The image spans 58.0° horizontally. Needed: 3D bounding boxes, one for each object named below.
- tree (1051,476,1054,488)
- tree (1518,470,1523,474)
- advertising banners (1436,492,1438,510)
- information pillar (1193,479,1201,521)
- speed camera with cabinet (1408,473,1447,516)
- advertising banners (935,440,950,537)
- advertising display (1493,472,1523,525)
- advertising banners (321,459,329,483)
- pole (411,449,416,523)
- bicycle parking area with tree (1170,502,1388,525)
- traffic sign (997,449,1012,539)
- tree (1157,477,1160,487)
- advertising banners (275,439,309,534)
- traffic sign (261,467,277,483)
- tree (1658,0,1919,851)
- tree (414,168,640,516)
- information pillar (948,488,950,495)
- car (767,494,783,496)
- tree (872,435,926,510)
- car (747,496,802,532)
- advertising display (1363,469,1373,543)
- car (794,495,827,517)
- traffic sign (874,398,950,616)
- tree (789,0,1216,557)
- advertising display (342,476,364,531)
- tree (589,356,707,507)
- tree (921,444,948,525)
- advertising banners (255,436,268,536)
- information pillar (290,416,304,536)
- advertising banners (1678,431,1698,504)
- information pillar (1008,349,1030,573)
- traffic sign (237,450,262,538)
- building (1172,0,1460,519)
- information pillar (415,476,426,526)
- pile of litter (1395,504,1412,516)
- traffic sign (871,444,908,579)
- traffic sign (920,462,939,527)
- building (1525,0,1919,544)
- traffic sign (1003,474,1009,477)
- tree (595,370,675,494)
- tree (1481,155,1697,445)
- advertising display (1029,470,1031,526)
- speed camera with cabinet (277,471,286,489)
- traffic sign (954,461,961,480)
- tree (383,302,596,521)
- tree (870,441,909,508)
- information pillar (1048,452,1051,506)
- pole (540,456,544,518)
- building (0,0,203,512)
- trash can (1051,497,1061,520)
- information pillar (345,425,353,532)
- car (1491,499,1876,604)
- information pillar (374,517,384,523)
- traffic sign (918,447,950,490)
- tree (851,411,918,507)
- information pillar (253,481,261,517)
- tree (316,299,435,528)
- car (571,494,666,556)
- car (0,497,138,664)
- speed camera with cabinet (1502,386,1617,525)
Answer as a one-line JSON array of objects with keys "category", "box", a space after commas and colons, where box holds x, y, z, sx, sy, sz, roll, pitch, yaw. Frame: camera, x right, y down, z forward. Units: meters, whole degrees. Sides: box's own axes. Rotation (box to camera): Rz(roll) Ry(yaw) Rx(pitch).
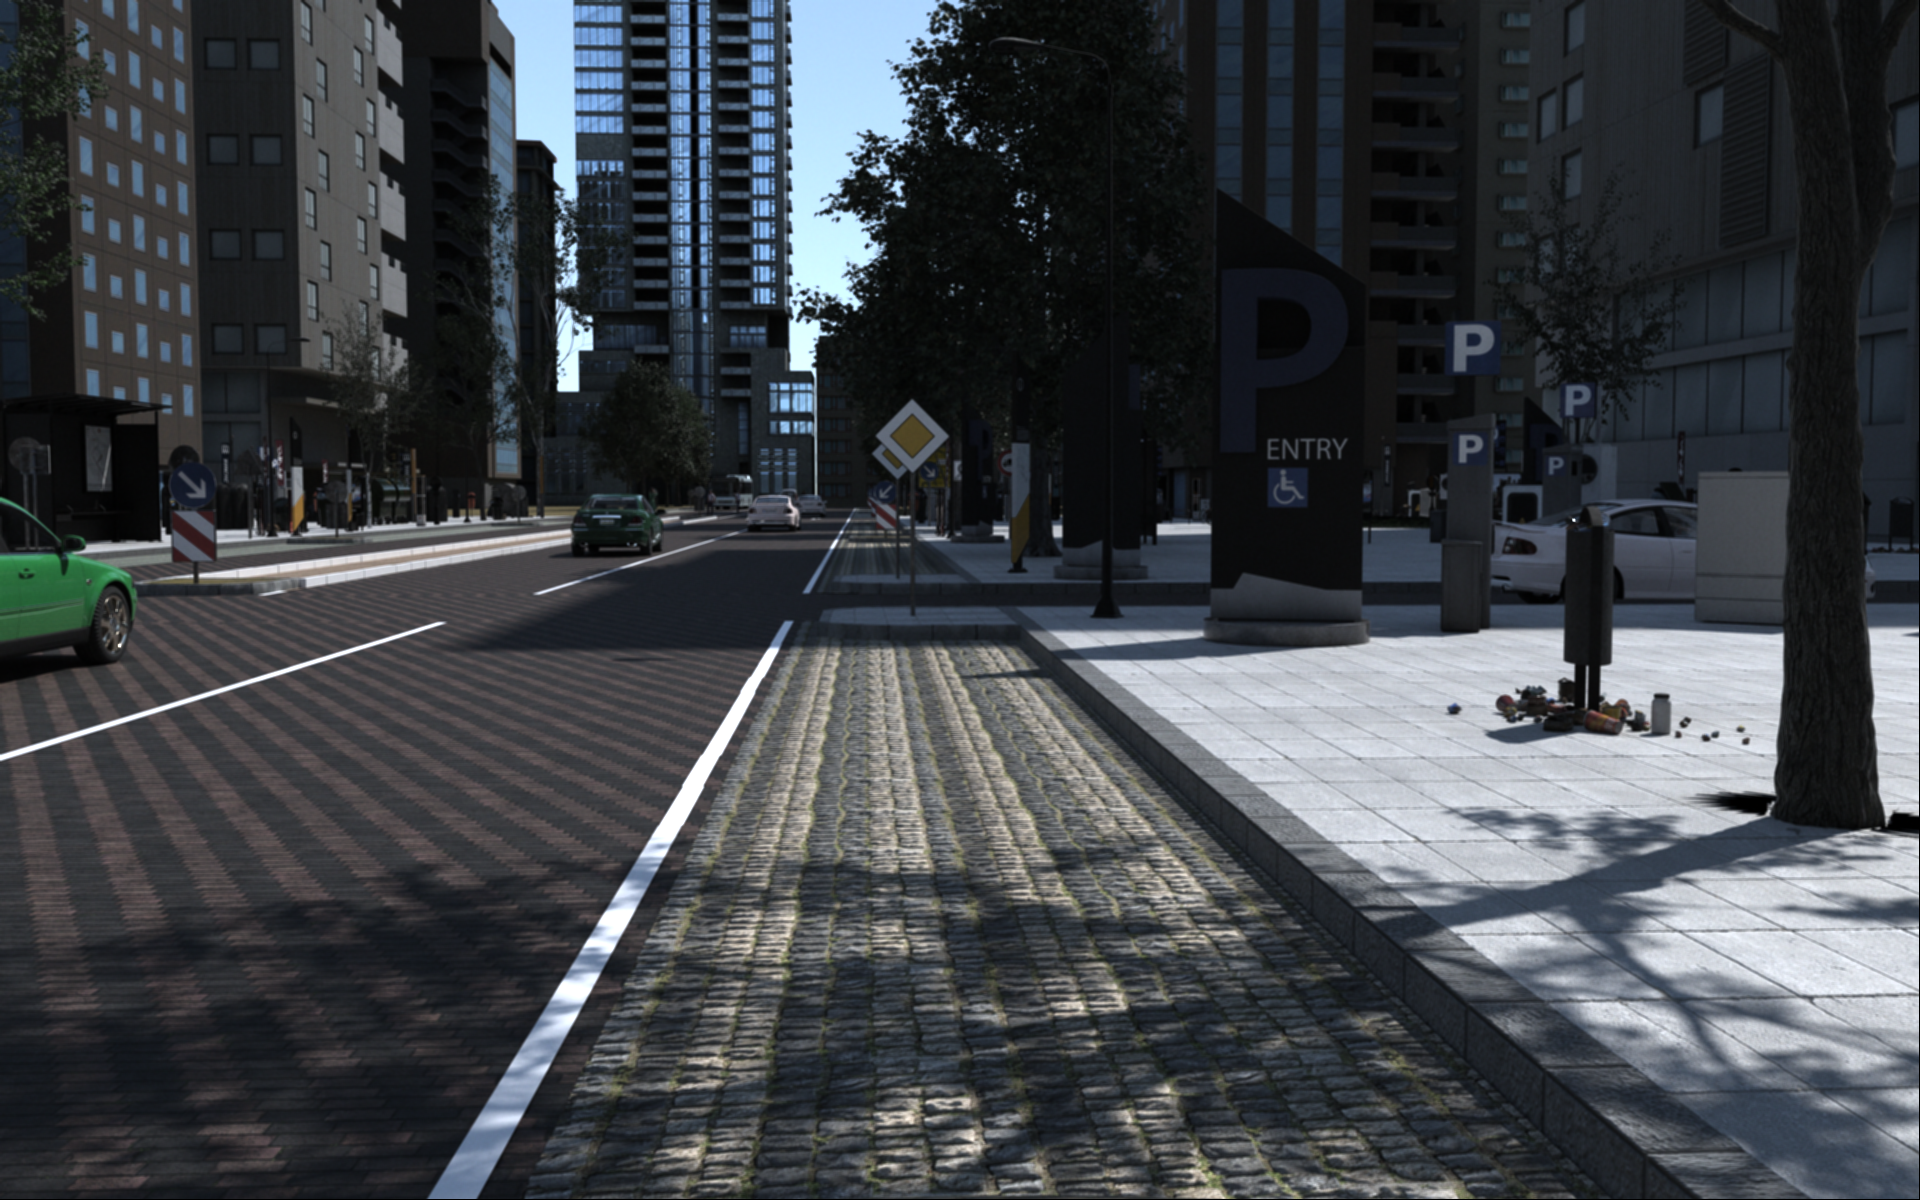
[{"category": "tree", "box": [4.516, -6.270, 97.108, 1.663, 3.219, 1.824, 0, 3, 0]}, {"category": "tree", "box": [25.686, -5.044, 77.075, 1.663, 3.219, 1.824, 0, 3, 0]}, {"category": "advertising banners", "box": [27.766, -6.548, 103.246, 2.074, 3.025, 0.090, -1, 4, -20]}, {"category": "information pillar", "box": [11.264, -4.767, 82.436, 0.304, 2.012, 0.304, 2, 4, 27]}, {"category": "speed camera with cabinet", "box": [20.932, -5.034, 76.637, 2.038, 3.252, 0.660, 2, 4, 26]}, {"category": "advertising banners", "box": [-0.526, -3.420, 52.112, 0.090, 3.025, 2.074, -1, 4, -11]}, {"category": "advertising display", "box": [16.088, -2.808, 51.120, 0.974, 1.923, 0.123, 2, 4, 28]}, {"category": "advertising banners", "box": [-31.397, -5.557, 87.050, 0.090, 3.025, 2.074, 1, 4, 18]}, {"category": "pole", "box": [-24.521, -5.133, 77.773, 0.158, 3.312, 0.155, 0, 3, 0]}, {"category": "bicycle parking area with tree", "box": [13.479, -5.283, 73.384, 8.231, 4.147, 9.016, 0, 4, -6]}, {"category": "traffic sign", "box": [1.431, -2.999, 49.139, 0.768, 2.556, 0.104, 0, 3, 0]}, {"category": "tree", "box": [8.114, -5.161, 78.980, 1.663, 3.219, 1.824, 0, 3, 0]}, {"category": "advertising banners", "box": [-21.762, -3.683, 56.407, 0.090, 3.025, 2.074, 0, 4, 6]}, {"category": "traffic sign", "box": [-26.389, -3.917, 66.169, 0.606, 2.300, 0.079, 0, 4, 6]}, {"category": "tree", "box": [3.415, -4.948, 6.650, 9.928, 11.665, 9.643, 0, 3, 0]}, {"category": "tree", "box": [-25.320, -15.020, 101.460, 12.611, 20.169, 13.585, 0, 3, 0]}, {"category": "information pillar", "box": [-0.370, -5.518, 81.575, 0.504, 3.616, 0.183, 1, 4, 10]}, {"category": "car", "box": [-14.871, -7.800, 139.332, 2.131, 1.459, 4.920, 0, 4, -3]}, {"category": "tree", "box": [-4.656, -11.529, 138.857, 4.360, 8.622, 3.978, 0, 3, 0]}, {"category": "car", "box": [-7.184, -3.351, 67.143, 2.083, 1.381, 4.827, 0, 4, -2]}, {"category": "advertising display", "box": [10.222, -2.433, 45.001, 0.974, 1.923, 0.123, 0, 4, 8]}, {"category": "car", "box": [-9.320, -5.837, 107.802, 2.083, 1.381, 4.827, 0, 4, -3]}, {"category": "traffic sign", "box": [-0.500, -0.890, 18.194, 0.795, 2.450, 0.064, 0, 4, -3]}, {"category": "tree", "box": [1.567, -7.232, 35.245, 9.611, 12.733, 9.660, 0, 3, 0]}, {"category": "advertising display", "box": [-21.184, -3.381, 60.486, 0.974, 1.923, 0.123, 2, 4, 31]}, {"category": "tree", "box": [-26.314, -13.887, 144.053, 9.611, 12.733, 9.660, 0, 3, 0]}, {"category": "tree", "box": [-0.793, -7.361, 70.714, 4.737, 8.622, 4.395, 0, 3, 0]}, {"category": "advertising banners", "box": [-21.404, -3.479, 53.076, 0.090, 3.025, 2.074, -2, 4, -31]}, {"category": "information pillar", "box": [-20.129, -3.743, 52.551, 0.183, 3.616, 0.504, 1, 4, 13]}, {"category": "advertising banners", "box": [19.971, -3.130, 47.370, 0.090, 3.025, 2.074, 0, 4, 4]}, {"category": "information pillar", "box": [0.983, -2.257, 28.249, 0.183, 3.616, 0.504, 2, 4, 30]}, {"category": "traffic sign", "box": [-20.663, -3.074, 50.373, 0.768, 2.556, 0.104, 0, 4, 5]}, {"category": "building", "box": [17.941, -27.197, 94.783, 14.600, 45.320, 14.200, 0, 4, -3]}, {"category": "information pillar", "box": [-21.402, -3.930, 68.740, 0.304, 2.012, 0.304, 0, 4, -1]}, {"category": "pile of litter", "box": [18.940, -3.689, 74.280, 1.176, 0.858, 1.719, -2, 4, -23]}, {"category": "traffic sign", "box": [-0.943, -1.378, 26.167, 0.795, 2.450, 0.064, 0, 4, -3]}, {"category": "traffic sign", "box": [-1.202, -4.156, 68.057, 0.768, 2.556, 0.104, 0, 4, 2]}, {"category": "building", "box": [35.879, -28.453, 54.440, 27.495, 52.752, 28.713, 0, 4, -3]}, {"category": "traffic sign", "box": [1.537, -3.172, 51.965, 0.768, 2.556, 0.104, 0, 4, 2]}, {"category": "tree", "box": [-25.378, -12.045, 131.343, 8.767, 10.594, 7.601, 0, 4, 6]}, {"category": "tree", "box": [13.796, -5.379, 38.312, 4.360, 8.622, 3.978, 0, 3, 0]}, {"category": "advertising display", "box": [1.886, -2.536, 46.678, 0.974, 1.923, 0.123, -3, 4, -36]}, {"category": "speed camera with cabinet", "box": [-26.924, -4.566, 68.990, 0.660, 3.252, 2.038, 0, 4, 6]}, {"category": "traffic sign", "box": [0.108, -3.108, 52.943, 0.606, 2.300, 0.079, 0, 4, -2]}, {"category": "tree", "box": [-23.238, -9.146, 83.941, 8.767, 10.594, 7.601, -2, 4, -28]}, {"category": "tree", "box": [-5.116, -14.058, 164.268, 7.601, 10.594, 8.767, 1, 4, 18]}, {"category": "information pillar", "box": [3.497, -4.910, 71.635, 0.504, 3.616, 0.183, 1, 4, 18]}, {"category": "pole", "box": [-22.438, -6.060, 92.916, 0.158, 3.312, 0.155, 0, 3, 0]}, {"category": "building", "box": [-45.286, -26.298, 80.083, 14.600, 45.320, 14.200, 0, 4, -3]}, {"category": "trash can", "box": [4.590, -4.459, 84.552, 0.748, 1.137, 0.748, 0, 3, 0]}, {"category": "information pillar", "box": [-20.728, -4.122, 58.746, 0.183, 3.616, 0.504, -2, 4, -28]}, {"category": "car", "box": [8.860, -0.566, 21.610, 4.827, 1.381, 2.083, 0, 4, -2]}, {"category": "information pillar", "box": [-25.992, -4.464, 77.473, 0.304, 2.012, 0.304, 1, 4, 21]}, {"category": "traffic sign", "box": [-0.652, -4.913, 74.199, 2.265, 3.308, 0.079, 0, 4, 1]}, {"category": "tree", "box": [-6.376, -16.626, 178.490, 9.857, 13.997, 8.962, 0, 3, 0]}, {"category": "information pillar", "box": [-38.689, -5.556, 95.327, 0.304, 2.012, 0.304, 1, 4, 19]}, {"category": "tree", "box": [-22.132, -7.009, 64.955, 4.360, 8.622, 3.978, 0, 3, 0]}, {"category": "car", "box": [-8.198, -1.822, 41.595, 2.131, 1.459, 4.920, 0, 4, -5]}, {"category": "car", "box": [-7.954, -0.269, 13.196, 1.959, 1.807, 4.718, 0, 4, -2]}, {"category": "speed camera with cabinet", "box": [11.101, -2.312, 32.139, 0.660, 3.252, 2.038, -3, 4, -38]}]
